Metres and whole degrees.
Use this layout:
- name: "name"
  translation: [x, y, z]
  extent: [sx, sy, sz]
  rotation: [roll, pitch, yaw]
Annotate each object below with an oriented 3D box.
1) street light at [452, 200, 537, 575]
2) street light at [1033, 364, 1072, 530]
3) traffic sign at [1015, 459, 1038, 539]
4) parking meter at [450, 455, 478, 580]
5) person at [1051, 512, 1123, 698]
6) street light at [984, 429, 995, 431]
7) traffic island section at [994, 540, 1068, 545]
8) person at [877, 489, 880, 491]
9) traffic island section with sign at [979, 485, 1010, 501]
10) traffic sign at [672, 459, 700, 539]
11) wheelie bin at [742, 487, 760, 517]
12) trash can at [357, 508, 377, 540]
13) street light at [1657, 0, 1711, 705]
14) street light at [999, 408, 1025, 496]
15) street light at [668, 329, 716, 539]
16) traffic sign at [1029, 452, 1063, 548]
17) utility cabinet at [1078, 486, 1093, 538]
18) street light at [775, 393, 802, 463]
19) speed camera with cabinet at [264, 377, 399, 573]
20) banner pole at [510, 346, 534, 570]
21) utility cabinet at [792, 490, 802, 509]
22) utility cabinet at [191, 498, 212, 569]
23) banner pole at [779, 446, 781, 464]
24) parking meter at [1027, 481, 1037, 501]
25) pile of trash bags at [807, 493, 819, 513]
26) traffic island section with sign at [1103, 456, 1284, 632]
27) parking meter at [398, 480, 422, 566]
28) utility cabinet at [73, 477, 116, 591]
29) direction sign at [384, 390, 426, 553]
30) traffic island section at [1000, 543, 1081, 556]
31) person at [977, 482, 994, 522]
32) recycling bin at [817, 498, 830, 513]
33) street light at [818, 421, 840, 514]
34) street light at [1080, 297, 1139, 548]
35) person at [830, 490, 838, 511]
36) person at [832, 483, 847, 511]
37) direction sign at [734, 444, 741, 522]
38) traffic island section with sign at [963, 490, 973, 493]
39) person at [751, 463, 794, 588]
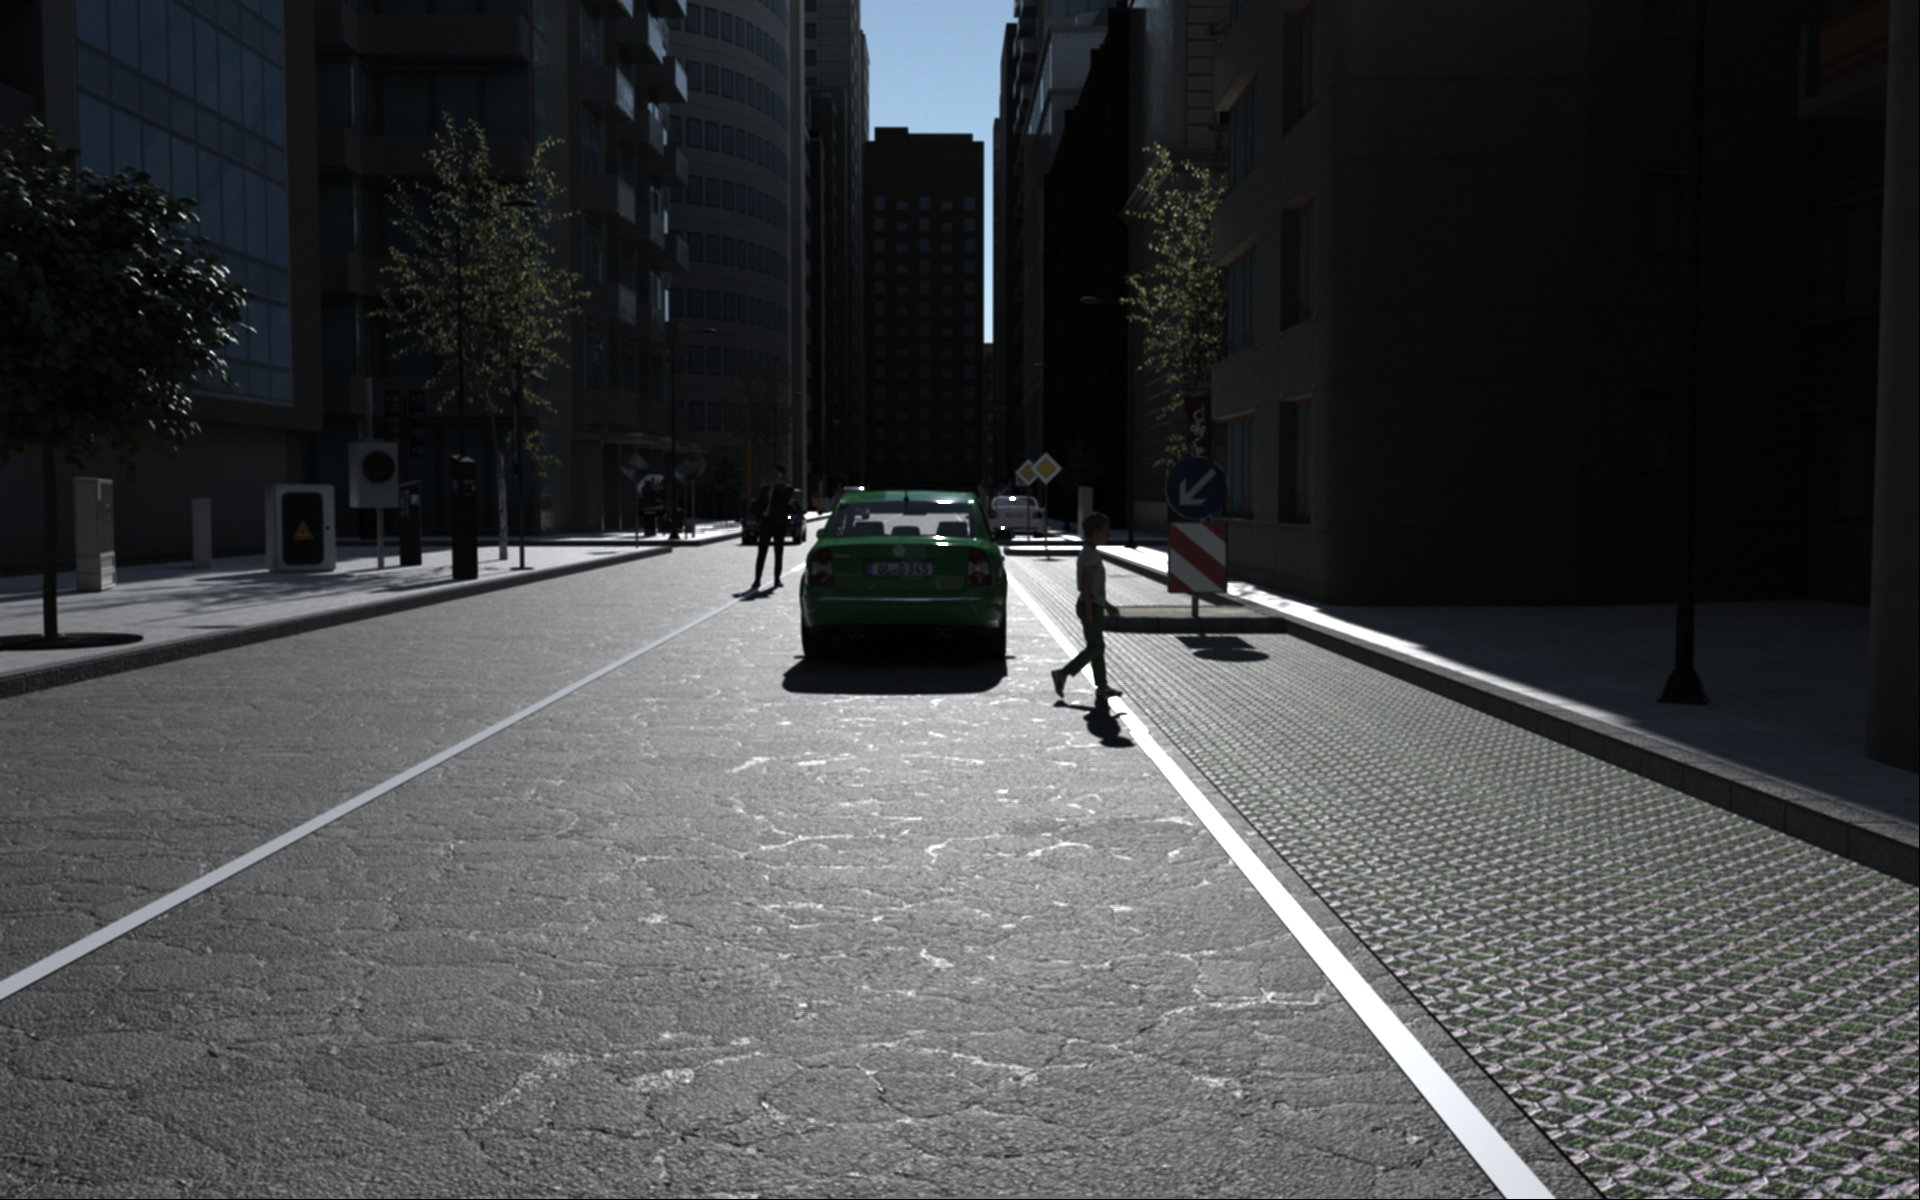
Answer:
- name: "street light"
  translation: [-7.379, -3.361, 27.487]
  extent: [1.470, 5.913, 1.316]
  rotation: [0, 4, -1]
- name: "street light"
  translation: [3.305, -5.478, 62.113]
  extent: [1.470, 5.913, 1.316]
  rotation: [0, 4, -1]
- name: "traffic sign"
  translation: [1.939, -2.780, 49.093]
  extent: [0.795, 2.450, 0.064]
  rotation: [0, 4, -1]
- name: "parking meter"
  translation: [-7.473, -1.248, 26.113]
  extent: [0.255, 1.863, 0.399]
  rotation: [-3, 5, -42]
- name: "person"
  translation: [0.890, 0.037, 12.151]
  extent: [0.590, 1.304, 0.306]
  rotation: [-2, 4, -25]
- name: "street light"
  translation: [2.405, -9.239, 123.604]
  extent: [1.470, 5.913, 1.316]
  rotation: [0, 4, -1]
- name: "traffic island section"
  translation: [1.963, -1.645, 49.170]
  extent: [2.009, 0.180, 2.903]
  rotation: [0, 4, -1]
- name: "person"
  translation: [-6.083, -7.373, 129.146]
  extent: [1.348, 1.812, 0.705]
  rotation: [0, 4, 1]
- name: "traffic island section with sign"
  translation: [1.673, -4.006, 74.133]
  extent: [1.989, 1.847, 2.006]
  rotation: [0, 4, -1]
- name: "traffic sign"
  translation: [-7.754, -2.774, 48.994]
  extent: [0.795, 2.450, 0.064]
  rotation: [0, 4, -1]
- name: "wheelie bin"
  translation: [-9.775, -4.484, 81.229]
  extent: [0.980, 1.594, 0.693]
  rotation: [-2, 4, -30]
- name: "trash can"
  translation: [-16.713, -2.281, 48.946]
  extent: [0.748, 1.137, 0.748]
  rotation: [0, 3, 0]
- name: "street light"
  translation: [3.933, -2.323, 10.529]
  extent: [1.470, 5.913, 1.316]
  rotation: [0, 4, -1]
- name: "street light"
  translation: [2.908, -7.371, 93.055]
  extent: [1.470, 5.913, 1.316]
  rotation: [0, 4, -1]
- name: "street light"
  translation: [-7.559, -4.672, 48.932]
  extent: [1.470, 5.913, 1.316]
  rotation: [0, 4, -1]
- name: "traffic sign"
  translation: [2.038, -2.292, 41.108]
  extent: [0.795, 2.450, 0.064]
  rotation: [0, 4, -1]
- name: "utility cabinet"
  translation: [3.671, -2.560, 50.536]
  extent: [0.318, 1.500, 1.173]
  rotation: [0, 4, -3]
- name: "street light"
  translation: [-7.945, -6.552, 79.672]
  extent: [1.470, 5.913, 1.316]
  rotation: [0, 4, -1]
- name: "speed camera with cabinet"
  translation: [-10.461, -2.111, 28.851]
  extent: [2.038, 3.252, 0.660]
  rotation: [-3, 4, -36]
- name: "banner pole"
  translation: [-7.434, -2.391, 29.109]
  extent: [0.401, 3.779, 0.863]
  rotation: [0, 4, -3]
- name: "utility cabinet"
  translation: [-8.330, -4.792, 87.024]
  extent: [0.318, 1.500, 1.173]
  rotation: [1, 4, 22]
- name: "utility cabinet"
  translation: [-13.119, -1.149, 29.943]
  extent: [0.306, 1.237, 1.020]
  rotation: [-1, 4, -22]
- name: "banner pole"
  translation: [-9.190, -6.030, 88.605]
  extent: [0.401, 3.779, 0.863]
  rotation: [-1, 4, -10]
- name: "parking meter"
  translation: [3.141, -4.292, 75.883]
  extent: [0.399, 1.863, 0.255]
  rotation: [1, 4, 16]
- name: "pile of trash bags"
  translation: [-11.099, -6.742, 119.990]
  extent: [3.447, 1.369, 1.912]
  rotation: [3, 4, 36]
- name: "traffic island section with sign"
  translation: [2.349, -0.621, 18.789]
  extent: [1.989, 1.847, 2.006]
  rotation: [0, 4, -1]
- name: "parking meter"
  translation: [-9.908, -1.394, 31.207]
  extent: [0.372, 1.533, 0.369]
  rotation: [0, 3, 0]
- name: "utility cabinet"
  translation: [-11.548, -0.885, 23.148]
  extent: [0.318, 1.500, 1.173]
  rotation: [-1, 4, -18]
- name: "direction sign"
  translation: [-12.042, -2.793, 37.665]
  extent: [0.876, 3.537, 0.379]
  rotation: [0, 4, 2]
- name: "traffic island section"
  translation: [2.062, -1.156, 41.186]
  extent: [2.009, 0.180, 2.903]
  rotation: [0, 4, -1]
- name: "person"
  translation: [0.500, -1.778, 38.571]
  extent: [0.522, 1.701, 0.512]
  rotation: [-1, 4, -21]
- name: "recycling bin"
  translation: [-9.263, -6.430, 117.682]
  extent: [0.722, 1.027, 0.722]
  rotation: [1, 4, 17]
- name: "street light"
  translation: [-8.390, -8.456, 110.794]
  extent: [1.470, 5.913, 1.316]
  rotation: [0, 4, -1]
- name: "street light"
  translation: [3.534, -4.192, 41.077]
  extent: [1.470, 5.913, 1.316]
  rotation: [0, 4, -1]
- name: "person"
  translation: [-4.717, -3.386, 65.672]
  extent: [0.330, 1.601, 0.589]
  rotation: [1, 4, 23]
- name: "person"
  translation: [-4.287, -3.265, 61.888]
  extent: [0.555, 1.821, 0.388]
  rotation: [0, 4, 4]
- name: "direction sign"
  translation: [-10.134, -5.321, 78.989]
  extent: [0.379, 3.537, 0.876]
  rotation: [0, 4, -7]
- name: "traffic island section with sign"
  translation: [1.322, -5.667, 101.283]
  extent: [1.989, 1.847, 2.006]
  rotation: [0, 4, -1]
- name: "person"
  translation: [-2.884, -1.152, 26.703]
  extent: [0.648, 1.900, 0.474]
  rotation: [0, 4, 1]
